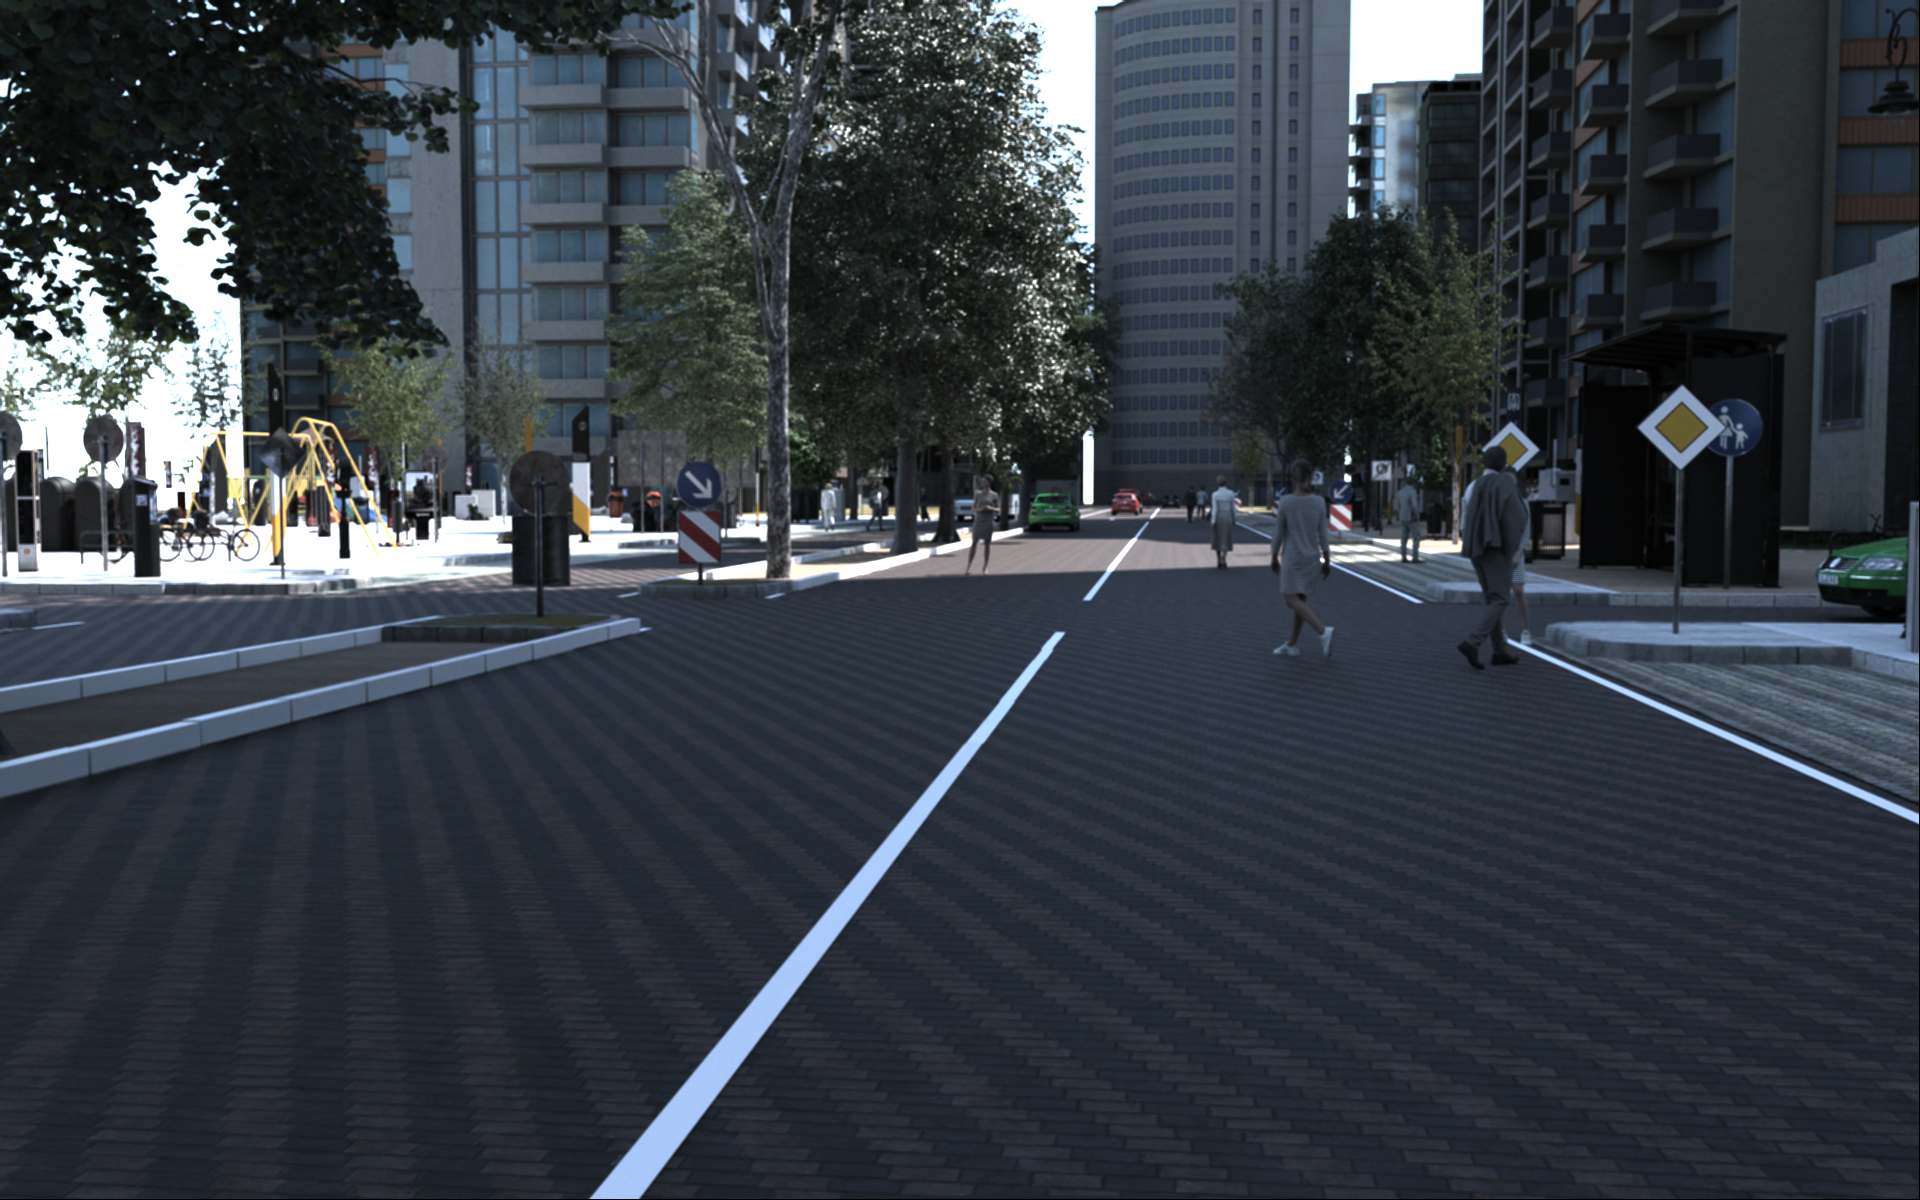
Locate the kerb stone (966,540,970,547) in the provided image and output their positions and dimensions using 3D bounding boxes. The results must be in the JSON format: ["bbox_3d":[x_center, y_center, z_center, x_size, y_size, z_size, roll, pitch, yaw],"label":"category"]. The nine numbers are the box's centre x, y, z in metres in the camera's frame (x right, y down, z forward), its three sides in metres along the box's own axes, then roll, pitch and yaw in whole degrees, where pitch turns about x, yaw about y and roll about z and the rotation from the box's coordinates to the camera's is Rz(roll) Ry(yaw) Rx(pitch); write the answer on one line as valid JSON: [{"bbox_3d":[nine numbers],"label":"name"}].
[{"bbox_3d":[0.086,-1.483,46.468,0.120,0.150,1.000,0,4,7],"label":"kerb stone"}]

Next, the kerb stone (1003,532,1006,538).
[{"bbox_3d":[1.319,-2.105,56.665,0.120,0.150,1.000,0,4,7],"label":"kerb stone"}]

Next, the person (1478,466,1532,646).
[{"bbox_3d":[5.238,-0.434,16.592,0.512,1.701,0.522,1,4,23],"label":"person"}]

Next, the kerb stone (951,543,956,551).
[{"bbox_3d":[-0.284,-1.298,43.411,0.120,0.150,1.000,0,4,7],"label":"kerb stone"}]

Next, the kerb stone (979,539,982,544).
[{"bbox_3d":[0.456,-1.672,49.529,0.120,0.150,1.000,0,4,7],"label":"kerb stone"}]

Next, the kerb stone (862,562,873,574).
[{"bbox_3d":[-1.758,-0.551,31.204,0.120,0.150,1.000,0,4,7],"label":"kerb stone"}]

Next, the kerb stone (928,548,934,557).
[{"bbox_3d":[-0.778,-1.047,39.346,0.120,0.150,1.000,0,4,7],"label":"kerb stone"}]

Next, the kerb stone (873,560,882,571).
[{"bbox_3d":[-1.646,-0.613,32.220,0.120,0.150,1.000,0,4,7],"label":"kerb stone"}]

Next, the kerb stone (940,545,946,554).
[{"bbox_3d":[-0.527,-1.172,41.379,0.120,0.150,1.000,0,4,7],"label":"kerb stone"}]

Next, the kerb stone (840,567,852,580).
[{"bbox_3d":[-2.013,-0.427,29.176,0.120,0.150,1.000,0,4,7],"label":"kerb stone"}]

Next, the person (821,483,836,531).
[{"bbox_3d":[-5.009,-3.529,66.077,0.514,1.842,0.818,-1,4,-16],"label":"person"}]

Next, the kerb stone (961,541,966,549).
[{"bbox_3d":[-0.036,-1.422,45.453,0.120,0.150,1.000,0,4,7],"label":"kerb stone"}]

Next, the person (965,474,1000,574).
[{"bbox_3d":[0.403,-1.352,30.942,0.599,1.781,0.374,0,4,5],"label":"person"}]

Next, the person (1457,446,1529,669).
[{"bbox_3d":[4.427,-0.352,14.353,0.850,1.850,0.679,-2,4,-34],"label":"person"}]

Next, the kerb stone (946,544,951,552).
[{"bbox_3d":[-0.400,-1.235,42.396,0.120,0.150,1.000,0,4,7],"label":"kerb stone"}]

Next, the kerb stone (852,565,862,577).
[{"bbox_3d":[-1.896,-0.489,30.191,0.120,0.150,1.000,0,4,7],"label":"kerb stone"}]

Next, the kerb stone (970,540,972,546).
[{"bbox_3d":[0.205,-1.544,47.484,0.120,0.150,1.000,0,4,7],"label":"kerb stone"}]

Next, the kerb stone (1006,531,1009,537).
[{"bbox_3d":[1.447,-2.171,57.685,0.120,0.150,1.000,0,4,7],"label":"kerb stone"}]

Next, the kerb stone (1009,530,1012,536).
[{"bbox_3d":[1.583,-2.233,58.708,0.120,0.150,1.000,0,4,7],"label":"kerb stone"}]

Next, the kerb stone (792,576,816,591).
[{"bbox_3d":[-2.378,-0.240,26.123,0.120,0.150,1.000,0,4,7],"label":"kerb stone"}]

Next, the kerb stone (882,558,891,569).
[{"bbox_3d":[-1.513,-0.675,33.234,0.120,0.150,1.000,0,4,7],"label":"kerb stone"}]

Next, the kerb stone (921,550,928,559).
[{"bbox_3d":[-0.900,-0.983,38.327,0.120,0.150,1.000,0,4,7],"label":"kerb stone"}]

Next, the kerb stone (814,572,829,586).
[{"bbox_3d":[-2.256,-0.303,27.144,0.120,0.150,1.000,0,4,7],"label":"kerb stone"}]

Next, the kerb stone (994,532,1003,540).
[{"bbox_3d":[1.203,-2.046,55.649,0.120,0.150,1.000,0,4,7],"label":"kerb stone"}]

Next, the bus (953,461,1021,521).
[{"bbox_3d":[1.463,-6.070,94.108,2.948,3.499,13.247,0,4,8],"label":"bus"}]

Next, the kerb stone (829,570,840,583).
[{"bbox_3d":[-2.138,-0.358,28.160,0.120,0.150,1.000,0,4,7],"label":"kerb stone"}]

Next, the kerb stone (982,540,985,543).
[{"bbox_3d":[0.707,-1.794,51.558,0.120,0.150,1.000,0,4,7],"label":"kerb stone"}]

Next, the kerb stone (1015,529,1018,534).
[{"bbox_3d":[1.831,-2.357,60.737,0.120,0.150,1.000,0,4,7],"label":"kerb stone"}]

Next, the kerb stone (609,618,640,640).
[{"bbox_3d":[-3.433,0.295,17.461,0.120,0.150,1.000,0,4,7],"label":"kerb stone"}]

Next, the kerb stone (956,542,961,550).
[{"bbox_3d":[-0.156,-1.358,44.435,0.120,0.150,1.000,0,4,7],"label":"kerb stone"}]

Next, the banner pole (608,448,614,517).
[{"bbox_3d":[-19.215,-6.441,95.331,0.401,3.779,0.863,1,4,13],"label":"banner pole"}]

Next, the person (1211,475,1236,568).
[{"bbox_3d":[5.078,-1.511,33.436,0.478,1.798,0.641,1,4,13],"label":"person"}]

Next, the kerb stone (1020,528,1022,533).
[{"bbox_3d":[2.068,-2.479,62.768,0.120,0.150,1.000,0,4,7],"label":"kerb stone"}]

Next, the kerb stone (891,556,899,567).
[{"bbox_3d":[-1.395,-0.736,34.255,0.120,0.150,1.000,0,4,7],"label":"kerb stone"}]

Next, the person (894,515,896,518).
[{"bbox_3d":[-2.338,-3.806,71.089,0.694,1.780,0.624,-2,4,-24],"label":"person"}]

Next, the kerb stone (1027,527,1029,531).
[{"bbox_3d":[2.435,-2.668,65.814,0.120,0.150,1.000,0,4,7],"label":"kerb stone"}]

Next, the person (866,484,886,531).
[{"bbox_3d":[-3.235,-3.533,66.357,0.850,1.850,0.679,2,4,27],"label":"person"}]

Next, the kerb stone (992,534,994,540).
[{"bbox_3d":[0.836,-1.859,52.584,0.120,0.150,1.000,0,4,7],"label":"kerb stone"}]

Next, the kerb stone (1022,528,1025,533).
[{"bbox_3d":[2.198,-2.543,63.783,0.120,0.150,1.000,0,4,7],"label":"kerb stone"}]

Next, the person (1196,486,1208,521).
[{"bbox_3d":[12.743,-5.079,91.381,0.661,1.843,0.795,1,4,22],"label":"person"}]

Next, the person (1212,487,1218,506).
[{"bbox_3d":[14.225,-5.353,96.252,0.478,1.798,0.641,3,5,43],"label":"person"}]

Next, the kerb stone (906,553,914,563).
[{"bbox_3d":[-1.152,-0.862,36.290,0.120,0.150,1.000,0,4,7],"label":"kerb stone"}]

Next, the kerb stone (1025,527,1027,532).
[{"bbox_3d":[2.316,-2.606,64.799,0.120,0.150,1.000,0,4,7],"label":"kerb stone"}]

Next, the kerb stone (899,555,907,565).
[{"bbox_3d":[-1.273,-0.793,35.275,0.120,0.150,1.000,0,4,7],"label":"kerb stone"}]

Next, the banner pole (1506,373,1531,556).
[{"bbox_3d":[11.562,-2.807,35.912,0.863,3.779,0.401,-2,4,-34],"label":"banner pole"}]

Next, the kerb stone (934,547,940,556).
[{"bbox_3d":[-0.654,-1.106,40.365,0.120,0.150,1.000,0,4,7],"label":"kerb stone"}]

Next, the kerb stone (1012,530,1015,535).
[{"bbox_3d":[1.703,-2.295,59.723,0.120,0.150,1.000,0,4,7],"label":"kerb stone"}]

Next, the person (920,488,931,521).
[{"bbox_3d":[-1.841,-4.960,90.011,0.534,1.772,0.576,-3,5,-40],"label":"person"}]

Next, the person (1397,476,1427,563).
[{"bbox_3d":[9.268,-1.658,35.704,0.391,1.810,0.635,-2,4,-34],"label":"person"}]

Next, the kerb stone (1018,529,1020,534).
[{"bbox_3d":[1.945,-2.419,61.753,0.120,0.150,1.000,0,4,7],"label":"kerb stone"}]

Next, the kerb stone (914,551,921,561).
[{"bbox_3d":[-1.016,-0.924,37.303,0.120,0.150,1.000,0,4,7],"label":"kerb stone"}]

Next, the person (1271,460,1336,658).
[{"bbox_3d":[3.034,-0.362,15.175,0.466,1.731,0.760,-3,4,-38],"label":"person"}]

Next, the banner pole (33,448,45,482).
[{"bbox_3d":[-44.056,-5.703,83.254,0.863,3.779,0.401,-1,4,-22],"label":"banner pole"}]
